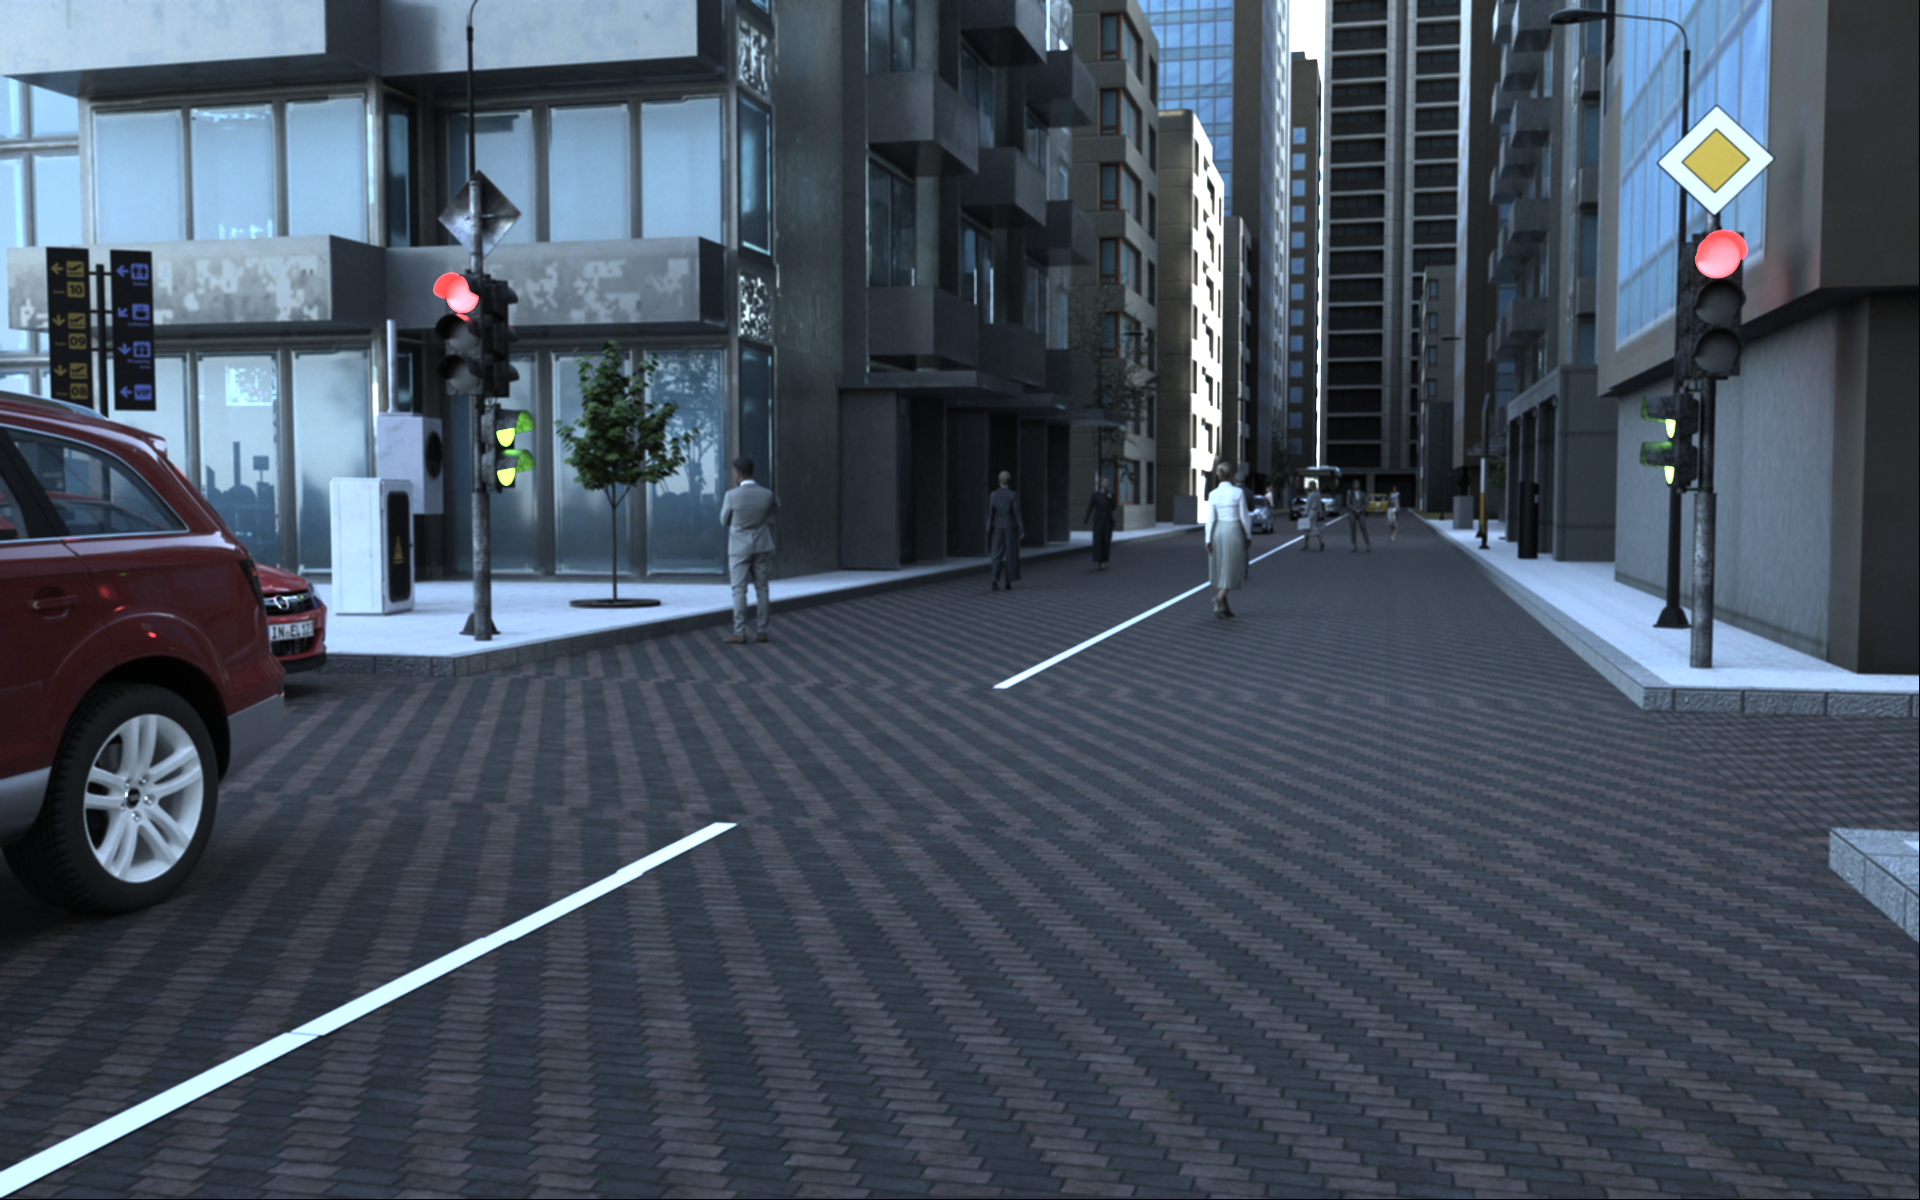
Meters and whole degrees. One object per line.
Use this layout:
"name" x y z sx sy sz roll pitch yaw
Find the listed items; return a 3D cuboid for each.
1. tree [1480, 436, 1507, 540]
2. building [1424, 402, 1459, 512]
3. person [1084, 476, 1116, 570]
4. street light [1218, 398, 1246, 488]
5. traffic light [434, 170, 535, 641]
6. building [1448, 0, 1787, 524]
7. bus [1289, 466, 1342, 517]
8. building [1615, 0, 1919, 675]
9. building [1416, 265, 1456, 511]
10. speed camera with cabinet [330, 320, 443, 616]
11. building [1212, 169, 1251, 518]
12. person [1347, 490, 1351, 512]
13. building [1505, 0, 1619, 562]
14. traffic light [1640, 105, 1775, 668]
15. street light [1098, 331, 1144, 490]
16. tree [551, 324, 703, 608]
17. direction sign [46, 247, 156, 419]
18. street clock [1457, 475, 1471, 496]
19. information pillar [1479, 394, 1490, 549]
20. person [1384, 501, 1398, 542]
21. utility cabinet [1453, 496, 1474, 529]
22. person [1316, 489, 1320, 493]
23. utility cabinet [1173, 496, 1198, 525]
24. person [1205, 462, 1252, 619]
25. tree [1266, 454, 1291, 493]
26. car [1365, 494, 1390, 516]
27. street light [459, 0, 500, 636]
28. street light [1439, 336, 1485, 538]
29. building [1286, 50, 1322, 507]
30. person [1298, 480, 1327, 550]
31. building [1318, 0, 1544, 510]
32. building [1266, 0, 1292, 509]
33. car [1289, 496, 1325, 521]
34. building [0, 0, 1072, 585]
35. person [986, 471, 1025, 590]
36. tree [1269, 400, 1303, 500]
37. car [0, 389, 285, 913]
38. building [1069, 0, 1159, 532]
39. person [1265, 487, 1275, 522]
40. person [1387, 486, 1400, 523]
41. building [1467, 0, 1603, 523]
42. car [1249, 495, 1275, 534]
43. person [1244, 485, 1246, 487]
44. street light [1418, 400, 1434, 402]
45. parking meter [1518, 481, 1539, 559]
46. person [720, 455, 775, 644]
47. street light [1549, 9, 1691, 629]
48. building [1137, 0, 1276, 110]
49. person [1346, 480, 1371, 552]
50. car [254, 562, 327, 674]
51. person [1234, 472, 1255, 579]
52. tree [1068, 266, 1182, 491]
"tree" 15.818 -3.328 49.012 1.663 3.219 1.824 0 3 0
"building" 42.333 -48.833 111.091 22.319 86.520 31.000 1 4 14
"person" 2.677 -1.469 32.935 0.576 1.772 0.534 -2 4 -30
"street light" 13.121 -6.819 84.035 1.470 5.913 1.316 1 4 14
"traffic light" -4.163 -1.598 15.053 0.839 4.253 0.868 1 4 14
"building" 33.540 -26.938 90.551 14.600 45.320 14.200 1 4 14
"bus" 23.152 -7.160 111.921 2.948 3.499 13.247 1 4 14
"building" 14.470 -22.361 15.710 14.200 45.320 14.600 1 4 14
"building" 52.155 -18.181 142.296 27.650 21.520 28.899 1 4 14
"speed camera with cabinet" -6.285 -1.514 19.090 0.660 3.252 2.038 0 4 1
"building" 2.640 -15.951 105.836 27.650 21.520 28.899 1 4 14
"person" 30.765 -7.783 136.477 0.721 1.736 1.217 1 4 12
"building" 22.323 -36.358 32.705 20.563 71.187 20.611 1 4 14
"traffic light" 5.464 -1.454 12.700 0.839 4.253 0.868 1 4 14
"street light" 4.551 -4.717 49.664 1.470 5.913 1.316 1 4 14
"tree" -4.031 -1.536 19.723 1.663 3.219 1.824 0 3 0
"direction sign" -7.953 -1.475 16.112 0.876 3.537 0.379 -1 4 -19
"street clock" 19.330 -3.785 66.456 0.471 2.002 0.358 -1 4 -18
"information pillar" 12.241 -2.999 40.394 0.183 3.616 0.504 2 4 28
"person" 12.896 -2.351 51.956 0.382 1.210 0.505 -3 4 -36
"utility cabinet" 18.434 -3.199 63.463 0.306 1.237 1.020 3 5 44
"person" 20.406 -5.588 99.728 0.599 1.838 0.709 -2 4 -35
"utility cabinet" 9.450 -3.751 72.486 1.020 1.237 0.306 2 4 34
"person" 3.059 -0.688 19.971 0.478 1.798 0.641 3 4 39
"tree" 25.003 -9.491 138.884 4.285 4.588 4.351 0 3 0
"car" 27.289 -6.286 113.000 2.015 1.641 3.980 1 4 13
"street light" -3.873 -2.630 15.546 1.470 5.913 1.316 1 4 14
"street light" 14.832 -4.799 51.011 1.470 5.913 1.316 1 4 14
"building" 29.315 -32.213 176.786 14.200 45.320 14.600 1 4 14
"person" 9.031 -2.169 44.319 0.694 1.780 0.624 -2 4 -27
"building" 47.512 -45.090 175.469 20.611 71.187 20.563 1 4 14
"building" 18.437 -43.770 153.890 20.611 71.187 20.563 1 4 14
"car" 18.978 -5.012 94.525 1.945 1.354 3.894 1 4 15
"building" -9.314 -25.563 37.570 23.786 49.044 30.456 1 4 14
"person" 0.680 -1.033 25.813 0.576 1.772 0.534 0 4 3
"tree" 24.365 -11.223 133.859 4.360 8.622 3.978 0 3 0
"car" -4.148 0.240 4.753 2.281 1.827 5.304 1 4 15
"building" -4.365 -14.121 75.926 27.650 21.520 28.899 1 4 14
"person" 15.433 -4.744 86.293 0.641 1.798 0.478 0 4 -1
"person" 21.037 -4.613 84.010 0.616 1.811 0.778 2 4 25
"building" 32.254 -27.266 65.410 23.786 49.044 30.456 1 4 14
"car" 10.626 -3.171 63.842 2.014 1.417 4.499 1 4 13
"person" 13.107 -4.360 79.882 0.850 1.850 0.679 -3 5 -44
"street light" 23.164 -6.882 85.054 1.470 5.913 1.316 1 4 14
"parking meter" 11.291 -1.590 34.400 0.372 1.533 0.369 0 3 0
"person" -2.080 -0.494 16.764 0.511 1.800 0.466 -3 5 -45
"street light" 6.341 -2.697 16.644 1.470 5.913 1.316 1 4 14
"building" 15.064 -28.997 124.205 14.600 45.320 14.200 1 4 14
"person" 9.937 -2.103 43.153 0.520 1.790 0.573 -1 4 -13
"car" -6.782 -0.218 12.604 4.494 1.783 2.155 1 4 15
"person" 4.663 -1.267 29.397 0.661 1.801 0.590 -2 4 -25
"tree" 4.667 -6.453 55.877 4.360 8.622 3.978 0 3 0
